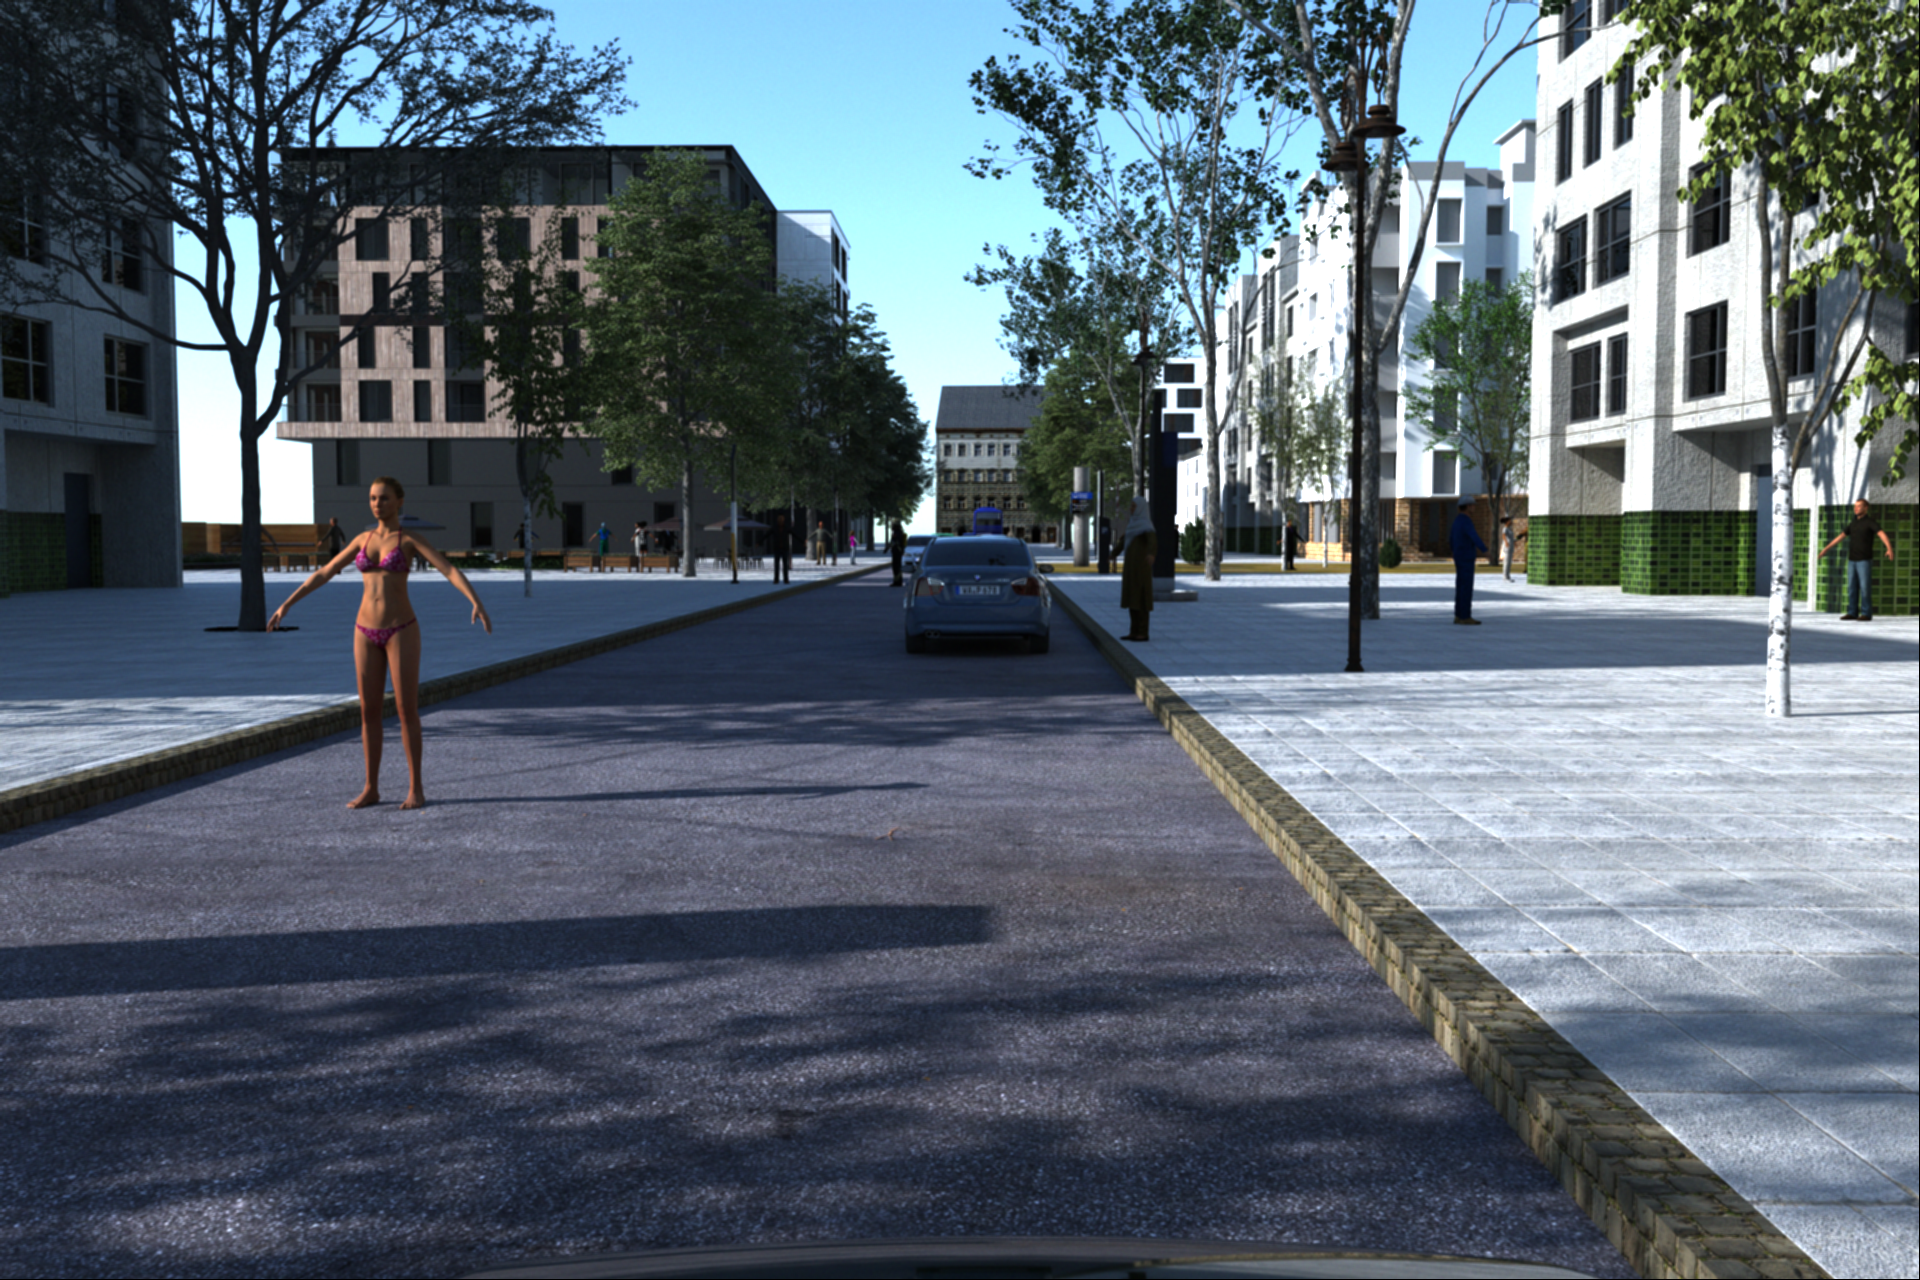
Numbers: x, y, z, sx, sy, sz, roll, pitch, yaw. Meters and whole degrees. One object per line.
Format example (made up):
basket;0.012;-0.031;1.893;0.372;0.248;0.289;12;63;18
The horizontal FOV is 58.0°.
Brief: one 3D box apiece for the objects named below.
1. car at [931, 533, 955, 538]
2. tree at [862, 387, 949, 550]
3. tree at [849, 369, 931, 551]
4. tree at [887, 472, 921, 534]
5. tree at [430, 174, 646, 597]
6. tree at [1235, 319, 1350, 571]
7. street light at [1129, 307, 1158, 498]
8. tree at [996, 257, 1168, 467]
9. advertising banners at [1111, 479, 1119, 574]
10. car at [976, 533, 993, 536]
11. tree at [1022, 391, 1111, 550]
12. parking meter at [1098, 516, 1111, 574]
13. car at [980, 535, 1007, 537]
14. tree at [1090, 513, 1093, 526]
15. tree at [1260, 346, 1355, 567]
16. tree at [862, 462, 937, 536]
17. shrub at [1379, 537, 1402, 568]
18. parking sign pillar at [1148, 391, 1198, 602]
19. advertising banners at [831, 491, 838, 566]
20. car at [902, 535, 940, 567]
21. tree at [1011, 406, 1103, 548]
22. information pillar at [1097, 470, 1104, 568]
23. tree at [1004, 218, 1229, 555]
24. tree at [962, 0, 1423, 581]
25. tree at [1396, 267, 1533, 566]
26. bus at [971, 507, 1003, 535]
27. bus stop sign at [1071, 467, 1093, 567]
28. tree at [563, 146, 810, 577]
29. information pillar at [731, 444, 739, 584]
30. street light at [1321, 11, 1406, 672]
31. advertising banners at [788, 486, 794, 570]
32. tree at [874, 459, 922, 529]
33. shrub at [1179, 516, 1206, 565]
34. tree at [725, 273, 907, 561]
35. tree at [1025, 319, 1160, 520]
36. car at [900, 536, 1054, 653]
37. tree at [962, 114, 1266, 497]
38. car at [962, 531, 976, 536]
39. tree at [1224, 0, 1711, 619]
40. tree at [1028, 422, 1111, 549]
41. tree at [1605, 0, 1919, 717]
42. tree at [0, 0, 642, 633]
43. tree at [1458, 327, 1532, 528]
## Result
car;-0.961;-5.282;95.154;1.959;1.807;4.718;0;4;1
tree;-6.050;-14.268;143.650;12.009;13.543;11.850;0;3;0
tree;-6.742;-13.666;130.099;9.857;13.997;8.962;0;3;0
tree;-5.764;-12.489;154.564;4.737;8.622;4.395;0;3;0
tree;-8.579;-5.187;35.172;4.737;8.622;4.395;0;3;0
tree;11.064;-6.716;60.164;4.360;8.622;3.978;0;3;0
street light;3.742;-3.831;35.429;0.468;5.910;1.993;0;4;1
tree;8.431;-16.165;120.187;12.611;20.169;13.585;0;3;0
advertising banners;5.049;-3.678;56.321;0.090;3.025;2.074;0;4;1
car;1.935;-7.747;135.702;2.155;1.783;4.494;0;3;0
tree;8.562;-13.356;136.503;7.486;12.596;7.792;0;3;0
parking meter;4.654;-3.056;55.671;0.399;1.863;0.255;0;4;2
car;1.415;-3.706;72.593;2.014;1.417;4.499;0;4;2
tree;21.694;-20.106;246.856;7.486;12.596;7.792;0;3;0
tree;14.340;-7.121;66.798;4.360;8.622;3.978;0;3;0
tree;-6.228;-13.869;161.170;8.767;10.594;7.601;0;4;4
shrub;16.063;-3.277;64.694;1.383;1.207;1.383;0;3;0
parking sign pillar;3.889;-2.749;33.412;1.447;3.967;1.447;0;4;1
advertising banners;-5.072;-4.536;70.347;0.090;3.025;2.074;0;4;2
car;-1.417;-3.463;68.625;2.014;1.417;4.499;0;4;1
tree;9.271;-15.647;162.488;9.857;13.997;8.962;0;3;0
information pillar;5.233;-4.471;64.411;0.184;3.620;1.656;0;4;2
tree;9.622;-15.138;103.400;12.611;20.169;13.585;0;3;0
tree;5.817;-11.637;46.159;12.611;20.169;13.585;0;3;0
tree;21.298;-8.751;68.834;9.928;11.665;9.643;0;3;0
bus;2.489;-10.154;157.562;2.896;3.916;12.251;0;3;0
bus stop sign;4.789;-4.840;68.148;0.837;3.901;0.837;0;4;2
tree;-8.502;-8.169;51.686;7.486;12.596;7.792;0;3;0
information pillar;-5.845;-3.269;44.803;0.183;3.616;0.504;0;4;0
street light;3.691;-2.645;16.038;0.468;5.910;1.993;0;4;1
advertising banners;-6.090;-4.024;61.985;0.090;3.025;2.074;0;4;3
tree;-9.232;-20.611;255.124;7.486;12.596;7.792;0;3;0
shrub;9.809;-4.131;71.580;1.661;2.075;1.752;0;3;0
tree;-7.231;-10.833;83.776;9.857;13.997;8.962;0;3;0
tree;7.160;-10.632;91.967;7.486;12.596;7.792;0;3;0
car;0.217;-0.617;22.085;2.014;1.417;4.499;0;4;0
tree;6.981;-13.667;79.351;12.611;20.169;13.585;0;3;0
car;0.800;-8.540;149.222;1.945;1.707;3.694;0;4;1
tree;5.459;-10.300;24.288;12.611;20.169;13.585;0;3;0
tree;9.682;-13.712;149.951;9.928;11.665;9.643;0;3;0
tree;5.897;-3.755;11.752;4.737;8.622;4.395;0;3;0
tree;-9.356;-6.872;22.723;12.009;13.543;11.850;0;3;0
tree;19.490;-6.822;61.897;4.360;8.622;3.978;0;3;0
